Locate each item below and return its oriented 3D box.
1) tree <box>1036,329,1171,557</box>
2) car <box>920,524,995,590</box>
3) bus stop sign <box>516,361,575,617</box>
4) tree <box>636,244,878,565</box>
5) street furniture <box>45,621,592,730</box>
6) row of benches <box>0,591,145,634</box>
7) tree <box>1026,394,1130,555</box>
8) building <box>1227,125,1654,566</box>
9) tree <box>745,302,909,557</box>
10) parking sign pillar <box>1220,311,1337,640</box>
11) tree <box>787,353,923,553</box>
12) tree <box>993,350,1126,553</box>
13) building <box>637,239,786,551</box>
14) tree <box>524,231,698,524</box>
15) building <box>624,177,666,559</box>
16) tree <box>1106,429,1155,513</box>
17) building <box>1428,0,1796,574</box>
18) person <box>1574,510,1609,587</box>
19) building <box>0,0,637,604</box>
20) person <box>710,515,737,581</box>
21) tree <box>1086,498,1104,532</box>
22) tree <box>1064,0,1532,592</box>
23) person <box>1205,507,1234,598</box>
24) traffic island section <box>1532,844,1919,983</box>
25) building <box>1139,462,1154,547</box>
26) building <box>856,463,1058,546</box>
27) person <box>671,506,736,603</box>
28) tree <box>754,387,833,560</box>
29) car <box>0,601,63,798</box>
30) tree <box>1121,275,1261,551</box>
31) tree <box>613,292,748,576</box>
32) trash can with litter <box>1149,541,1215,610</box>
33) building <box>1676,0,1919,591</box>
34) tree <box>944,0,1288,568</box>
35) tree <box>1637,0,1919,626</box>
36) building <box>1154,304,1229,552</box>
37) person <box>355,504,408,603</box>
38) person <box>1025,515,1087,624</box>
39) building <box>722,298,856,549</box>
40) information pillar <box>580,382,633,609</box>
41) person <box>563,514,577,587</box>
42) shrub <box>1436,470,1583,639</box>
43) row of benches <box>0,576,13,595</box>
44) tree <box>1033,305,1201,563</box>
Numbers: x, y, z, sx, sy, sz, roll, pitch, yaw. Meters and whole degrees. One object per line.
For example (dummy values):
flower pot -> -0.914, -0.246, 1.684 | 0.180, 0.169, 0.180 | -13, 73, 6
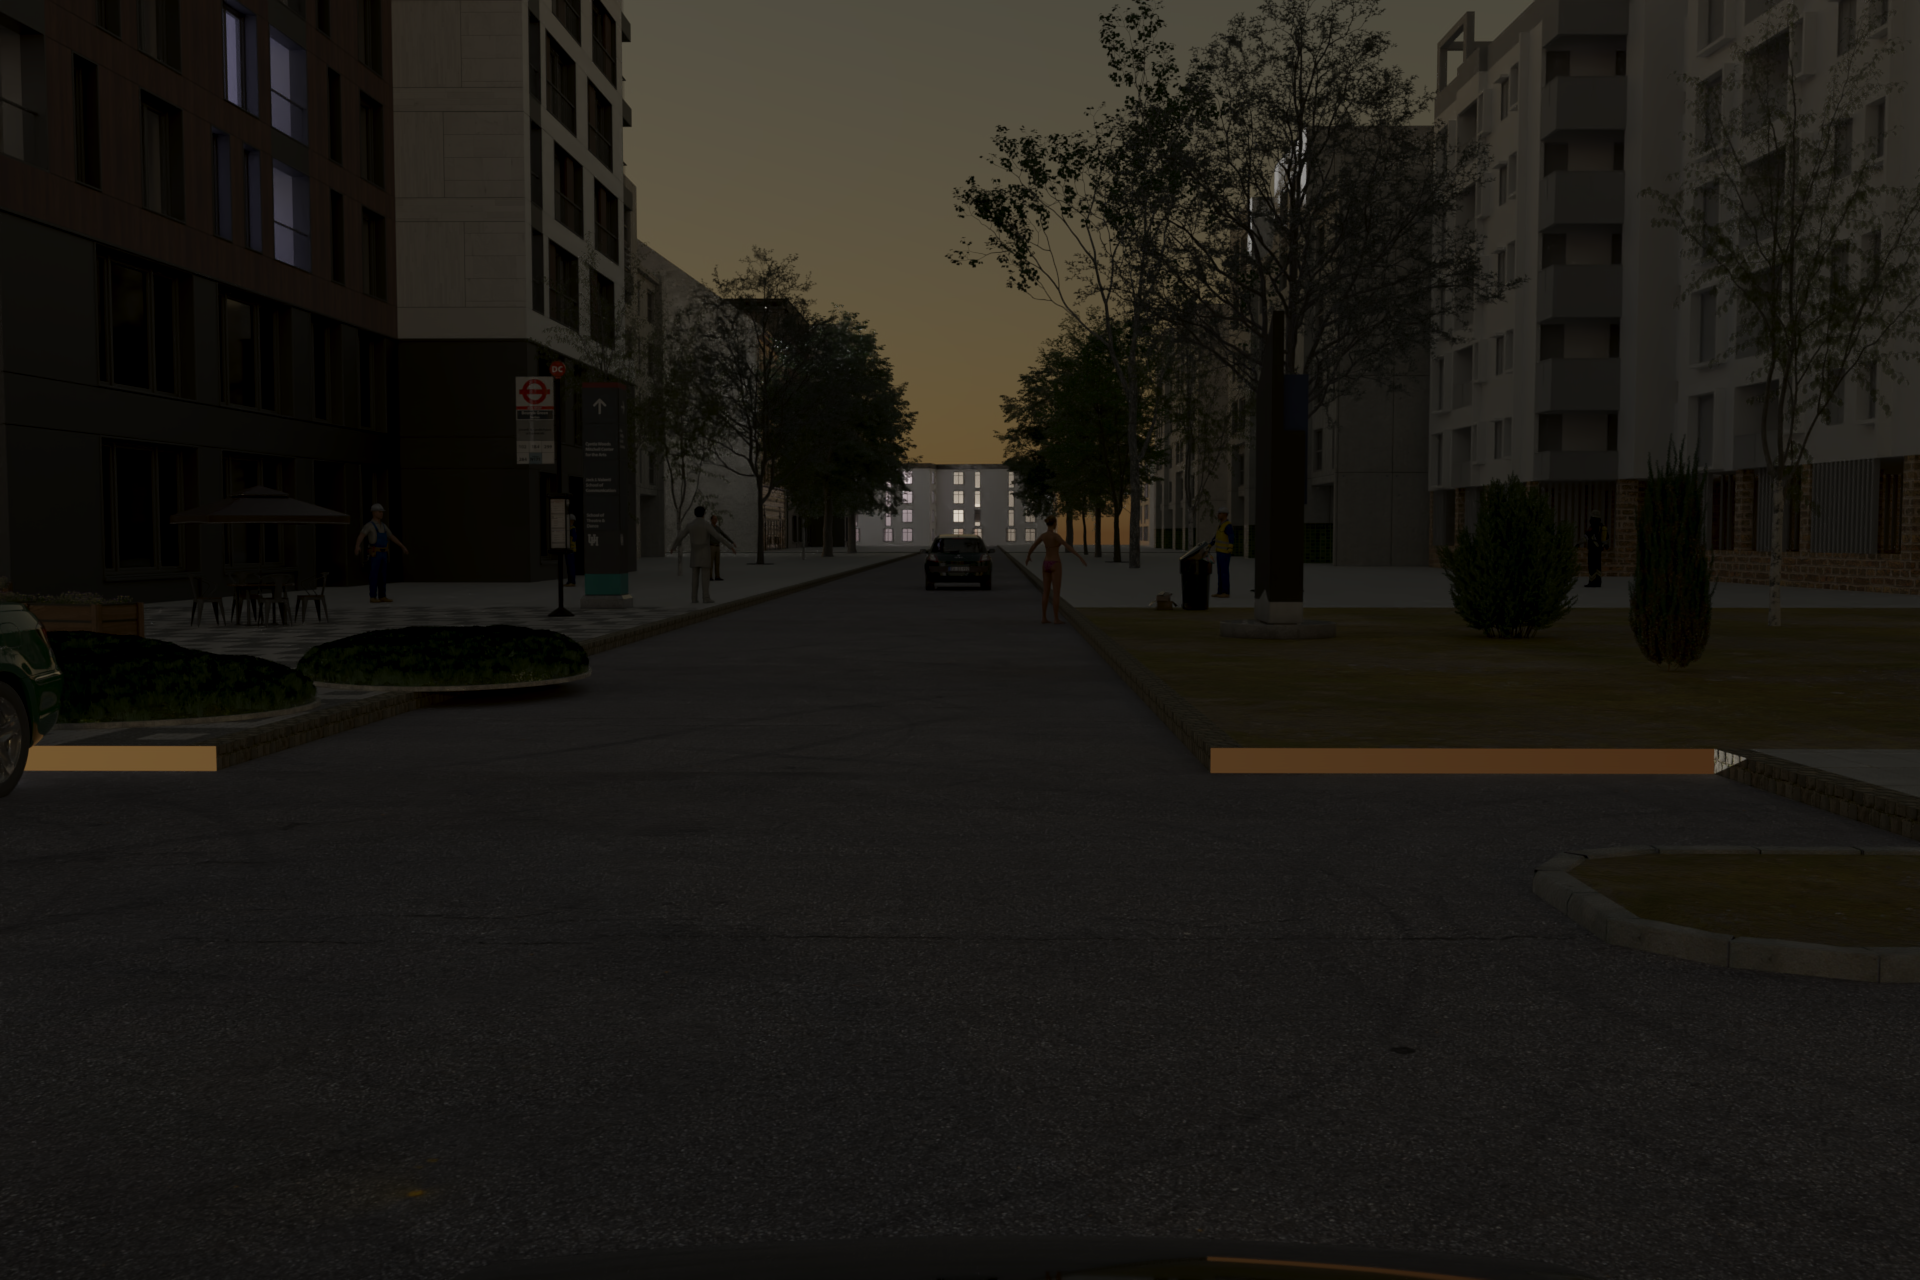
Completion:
tree -> 7.882, -10.814, 94.928 | 7.486, 12.596, 7.792 | 0, 3, 0
car -> -0.055, -2.182, 45.462 | 2.009, 1.686, 4.222 | 0, 4, -1
bus stop sign -> -6.426, -2.332, 26.831 | 0.855, 3.939, 0.416 | 0, 3, 0
tree -> -8.326, -9.929, 72.701 | 12.009, 13.543, 11.850 | 0, 3, 0
street furniture -> -8.264, 0.099, 14.010 | 10.072, 0.657, 5.734 | 0, 4, -4
row of benches -> -10.823, -0.224, 19.123 | 4.104, 0.672, 1.422 | 1, 4, 21
tree -> 7.454, -10.537, 106.689 | 7.601, 10.594, 8.767 | 1, 4, 12
building -> 23.507, -13.287, 83.694 | 16.747, 18.905, 31.486 | 0, 4, 1
tree -> -7.446, -11.656, 97.232 | 9.857, 13.997, 8.962 | 0, 3, 0
parking sign pillar -> 3.990, -2.028, 21.627 | 1.447, 3.967, 1.447 | 0, 4, 1
tree -> -7.263, -12.711, 114.478 | 9.857, 13.997, 8.962 | 0, 3, 0
tree -> 7.307, -12.859, 116.895 | 9.857, 13.997, 8.962 | 0, 3, 0
building -> -24.031, -18.700, 136.681 | 19.493, 23.208, 18.063 | 0, 4, 0
tree -> -9.028, -5.670, 43.060 | 4.360, 8.622, 3.978 | 0, 3, 0
building -> -24.857, -13.073, 80.205 | 16.747, 18.905, 31.486 | 0, 4, 0
tree -> 20.838, -17.755, 200.662 | 12.009, 13.543, 11.850 | 0, 3, 0
building -> 22.947, -12.713, 64.278 | 16.016, 20.090, 11.380 | 0, 4, 1
person -> 15.272, -2.198, 41.722 | 1.354, 1.856, 0.705 | -3, 4, -37
building -> -25.294, -12.181, 43.138 | 27.936, 21.610, 32.646 | 0, 4, 1
person -> -6.734, -2.525, 47.552 | 1.348, 1.796, 0.705 | -3, 5, -44
tree -> 16.750, -15.779, 208.349 | 4.360, 8.622, 3.978 | 0, 3, 0
tree -> 7.111, -7.800, 37.897 | 12.009, 13.543, 11.850 | 0, 3, 0
person -> 5.284, -1.773, 34.950 | 0.705, 1.833, 1.349 | -1, 4, -12
traffic island section -> 3.271, 1.000, 6.514 | 1.991, 0.108, 1.994 | 0, 4, 2
building -> 23.556, -14.232, 174.834 | 9.099, 9.664, 28.070 | 0, 4, 1
building -> -2.726, -15.940, 205.222 | 28.070, 9.664, 9.099 | 1, 4, 10
person -> -4.818, -1.594, 32.256 | 1.347, 1.806, 0.705 | 1, 4, 18
tree -> -7.581, -8.309, 86.216 | 4.360, 8.622, 3.978 | 0, 3, 0
car -> -6.121, 0.232, 7.997 | 2.131, 1.459, 4.920 | 0, 4, 1
tree -> 6.231, -5.993, 48.349 | 4.360, 8.622, 3.978 | 0, 3, 0
tree -> -8.607, -6.277, 52.989 | 4.360, 8.622, 3.978 | 0, 3, 0
trash can with litter -> 3.737, -1.088, 29.181 | 1.055, 1.170, 0.624 | 0, 4, 0
building -> 25.133, -11.600, 46.086 | 16.016, 20.090, 11.380 | 0, 4, 1
tree -> 5.633, -12.679, 63.190 | 12.611, 20.169, 13.585 | 0, 3, 0
tree -> 11.154, -4.505, 24.015 | 4.360, 8.622, 3.978 | 0, 3, 0
building -> 25.844, -16.818, 141.426 | 16.747, 18.905, 31.486 | 0, 4, 1
person -> -10.869, -1.623, 32.398 | 0.705, 1.847, 1.347 | 2, 4, 24
person -> 1.515, -1.128, 27.709 | 1.217, 1.733, 0.721 | 3, 5, 41
building -> -25.184, -19.739, 166.709 | 27.936, 21.610, 32.646 | 0, 4, 1
information pillar -> -6.119, -2.480, 29.920 | 0.750, 3.857, 0.750 | 0, 4, 2
person -> -9.594, -2.190, 42.270 | 0.721, 1.772, 1.216 | -2, 4, -27
shrub -> 6.801, -1.064, 21.442 | 1.661, 2.075, 1.752 | 0, 3, 0
row of benches -> -14.118, -0.590, 25.105 | 1.422, 0.672, 4.104 | -2, 4, -28
tree -> 7.105, -9.311, 77.984 | 9.928, 11.665, 9.643 | 0, 3, 0
